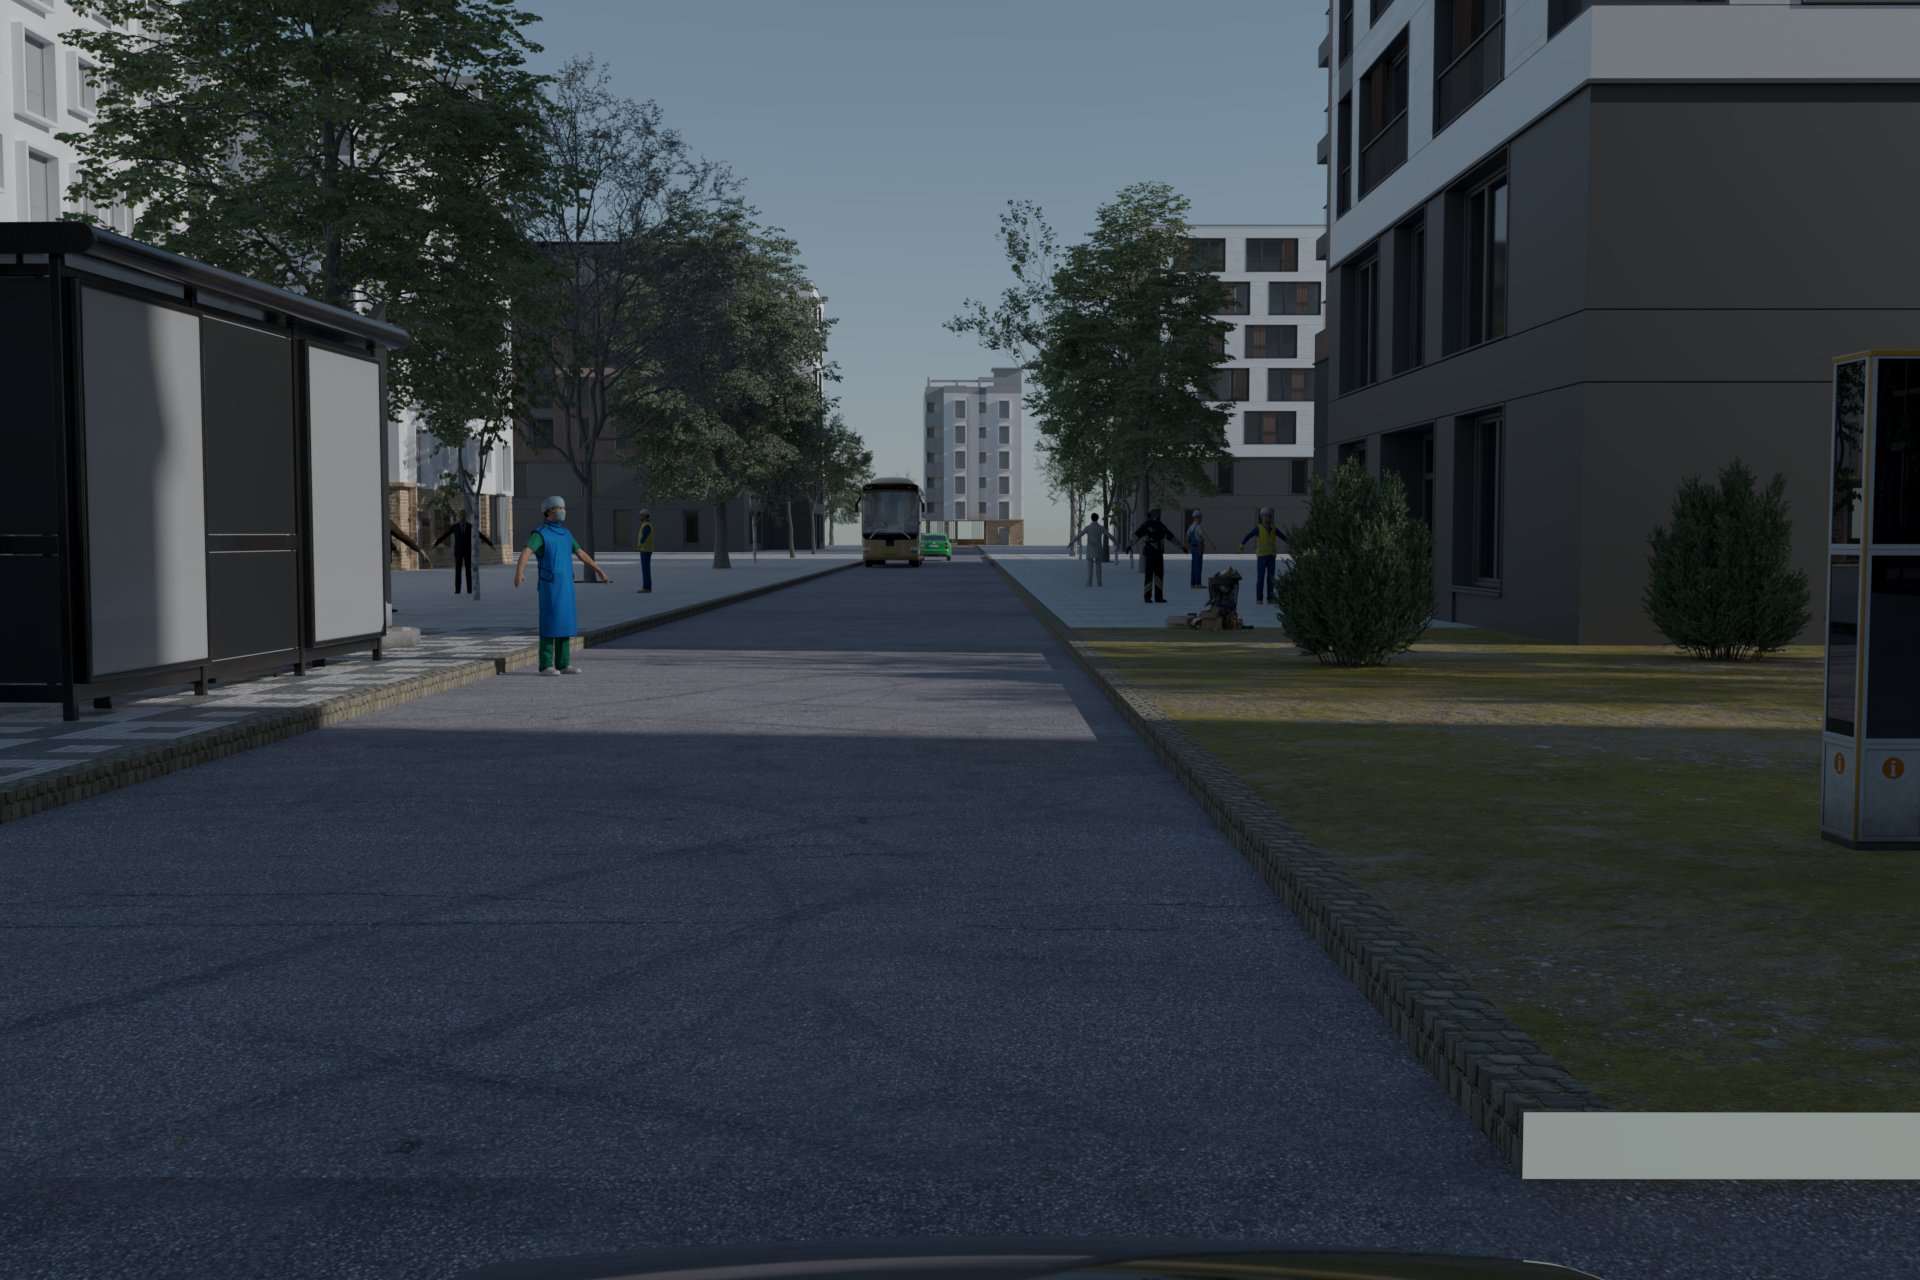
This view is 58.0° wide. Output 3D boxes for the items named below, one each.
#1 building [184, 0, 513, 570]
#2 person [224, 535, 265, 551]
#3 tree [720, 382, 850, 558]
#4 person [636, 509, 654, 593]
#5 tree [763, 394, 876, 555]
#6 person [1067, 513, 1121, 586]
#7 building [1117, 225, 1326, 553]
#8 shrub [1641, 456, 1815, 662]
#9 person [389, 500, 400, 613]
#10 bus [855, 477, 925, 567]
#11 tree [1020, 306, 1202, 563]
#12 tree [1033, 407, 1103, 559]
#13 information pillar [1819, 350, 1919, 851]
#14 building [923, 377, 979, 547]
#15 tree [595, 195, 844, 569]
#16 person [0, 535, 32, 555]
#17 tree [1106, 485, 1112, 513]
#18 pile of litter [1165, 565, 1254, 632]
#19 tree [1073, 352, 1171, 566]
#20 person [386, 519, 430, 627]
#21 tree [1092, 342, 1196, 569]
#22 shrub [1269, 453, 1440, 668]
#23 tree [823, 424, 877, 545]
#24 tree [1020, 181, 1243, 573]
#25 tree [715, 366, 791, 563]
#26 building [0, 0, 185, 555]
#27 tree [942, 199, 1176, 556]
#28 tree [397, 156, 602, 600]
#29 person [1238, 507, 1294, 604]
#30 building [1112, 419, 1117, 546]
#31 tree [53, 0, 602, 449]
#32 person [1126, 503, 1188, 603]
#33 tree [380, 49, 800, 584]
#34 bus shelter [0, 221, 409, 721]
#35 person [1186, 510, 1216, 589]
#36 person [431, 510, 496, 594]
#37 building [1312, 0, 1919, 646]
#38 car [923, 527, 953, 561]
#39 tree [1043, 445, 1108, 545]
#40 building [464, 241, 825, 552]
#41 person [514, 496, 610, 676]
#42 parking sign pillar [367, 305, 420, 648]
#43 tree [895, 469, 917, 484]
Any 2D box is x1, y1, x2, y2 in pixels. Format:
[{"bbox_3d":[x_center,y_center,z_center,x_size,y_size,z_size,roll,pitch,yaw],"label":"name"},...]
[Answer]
[{"bbox_3d":[-24.394,-12.590,62.272,16.016,20.090,11.380,0,4,-1],"label":"building"},{"bbox_3d":[-15.171,-1.823,36.602,0.721,1.733,1.217,1,4,21],"label":"person"},{"bbox_3d":[-9.293,-9.660,92.355,7.601,10.594,8.767,0,4,3],"label":"tree"},{"bbox_3d":[-6.894,-1.948,37.812,0.705,1.833,1.349,0,4,-5],"label":"person"},{"bbox_3d":[-9.077,-10.661,108.712,8.767,10.594,7.601,1,4,14],"label":"tree"},{"bbox_3d":[3.293,-2.221,42.493,1.347,1.806,0.705,0,4,-6],"label":"person"},{"bbox_3d":[25.633,-17.551,130.930,27.936,21.610,32.646,0,3,0],"label":"building"},{"bbox_3d":[7.824,-0.832,17.639,1.661,2.075,1.752,0,3,0],"label":"shrub"},{"bbox_3d":[-9.384,-1.365,28.247,0.705,1.837,1.347,0,4,-7],"label":"person"},{"bbox_3d":[-2.933,-5.294,78.110,2.896,3.916,12.252,0,4,0],"label":"bus"},{"bbox_3d":[6.753,-9.308,77.936,9.928,11.665,9.643,0,3,0],"label":"tree"},{"bbox_3d":[6.327,-8.386,87.481,4.360,8.622,3.978,0,3,0],"label":"tree"},{"bbox_3d":[3.770,-0.159,7.098,0.304,2.012,0.304,0,3,0],"label":"information pillar"},{"bbox_3d":[-3.909,-20.920,200.915,11.380,20.090,16.016,0,4,0],"label":"building"},{"bbox_3d":[-8.951,-9.624,64.004,9.857,13.997,8.962,0,3,0],"label":"tree"},{"bbox_3d":[-12.274,-0.982,22.185,1.348,1.813,0.705,2,4,35],"label":"person"},{"bbox_3d":[18.197,-14.932,194.492,4.737,8.622,4.395,0,3,0],"label":"tree"},{"bbox_3d":[3.376,-0.587,23.561,1.176,0.858,1.719,0,3,0],"label":"pile of litter"},{"bbox_3d":[6.135,-7.334,70.272,4.360,8.622,3.978,0,3,0],"label":"tree"},{"bbox_3d":[-7.277,-0.942,21.537,1.346,1.812,0.704,-3,4,-37],"label":"person"},{"bbox_3d":[6.495,-6.958,64.128,4.737,8.622,4.395,0,3,0],"label":"tree"},{"bbox_3d":[3.842,-0.785,16.873,1.661,2.075,1.752,0,3,0],"label":"shrub"},{"bbox_3d":[-14.381,-17.628,194.868,9.857,13.997,8.962,0,3,0],"label":"tree"},{"bbox_3d":[5.694,-8.465,56.528,7.486,12.596,7.792,0,3,0],"label":"tree"},{"bbox_3d":[-8.939,-7.658,75.575,4.360,8.622,3.978,0,3,0],"label":"tree"},{"bbox_3d":[-27.600,-11.096,37.837,16.016,20.090,11.380,0,4,0],"label":"building"},{"bbox_3d":[5.132,-14.921,99.853,12.611,20.169,13.585,0,3,0],"label":"tree"},{"bbox_3d":[-9.363,-5.104,33.812,4.737,8.622,4.395,0,3,0],"label":"tree"},{"bbox_3d":[5.646,-1.547,31.763,1.216,1.772,0.721,-1,4,-16],"label":"person"},{"bbox_3d":[24.574,-18.436,167.879,16.747,18.905,31.486,0,3,0],"label":"building"},{"bbox_3d":[-9.135,-6.579,25.690,7.486,12.596,7.792,0,3,0],"label":"tree"},{"bbox_3d":[3.633,-1.620,32.274,1.354,1.856,0.705,-2,4,-27],"label":"person"},{"bbox_3d":[-9.782,-8.231,44.941,12.009,13.543,11.850,0,3,0],"label":"tree"},{"bbox_3d":[-6.811,-2.175,13.186,2.179,5.291,8.768,0,4,2],"label":"bus shelter"},{"bbox_3d":[5.611,-2.136,40.785,0.705,1.847,1.347,-1,4,-21],"label":"person"},{"bbox_3d":[-10.681,-1.898,37.251,1.346,1.802,0.704,-1,4,-20],"label":"person"},{"bbox_3d":[21.082,-11.710,35.432,27.936,21.610,32.646,0,4,0],"label":"building"},{"bbox_3d":[-1.350,-5.198,93.782,1.959,1.807,4.718,0,4,0],"label":"car"},{"bbox_3d":[13.687,-16.852,201.282,9.928,11.665,9.643,0,3,0],"label":"tree"},{"bbox_3d":[-25.812,-17.947,137.402,27.936,21.610,32.646,0,4,0],"label":"building"},{"bbox_3d":[-4.088,-0.551,17.595,0.704,1.817,1.347,2,4,29],"label":"person"},{"bbox_3d":[-6.971,-1.918,19.828,1.447,3.967,1.447,0,4,2],"label":"parking sign pillar"},{"bbox_3d":[-6.005,-14.954,194.853,4.360,8.622,3.978,0,3,0],"label":"tree"}]
